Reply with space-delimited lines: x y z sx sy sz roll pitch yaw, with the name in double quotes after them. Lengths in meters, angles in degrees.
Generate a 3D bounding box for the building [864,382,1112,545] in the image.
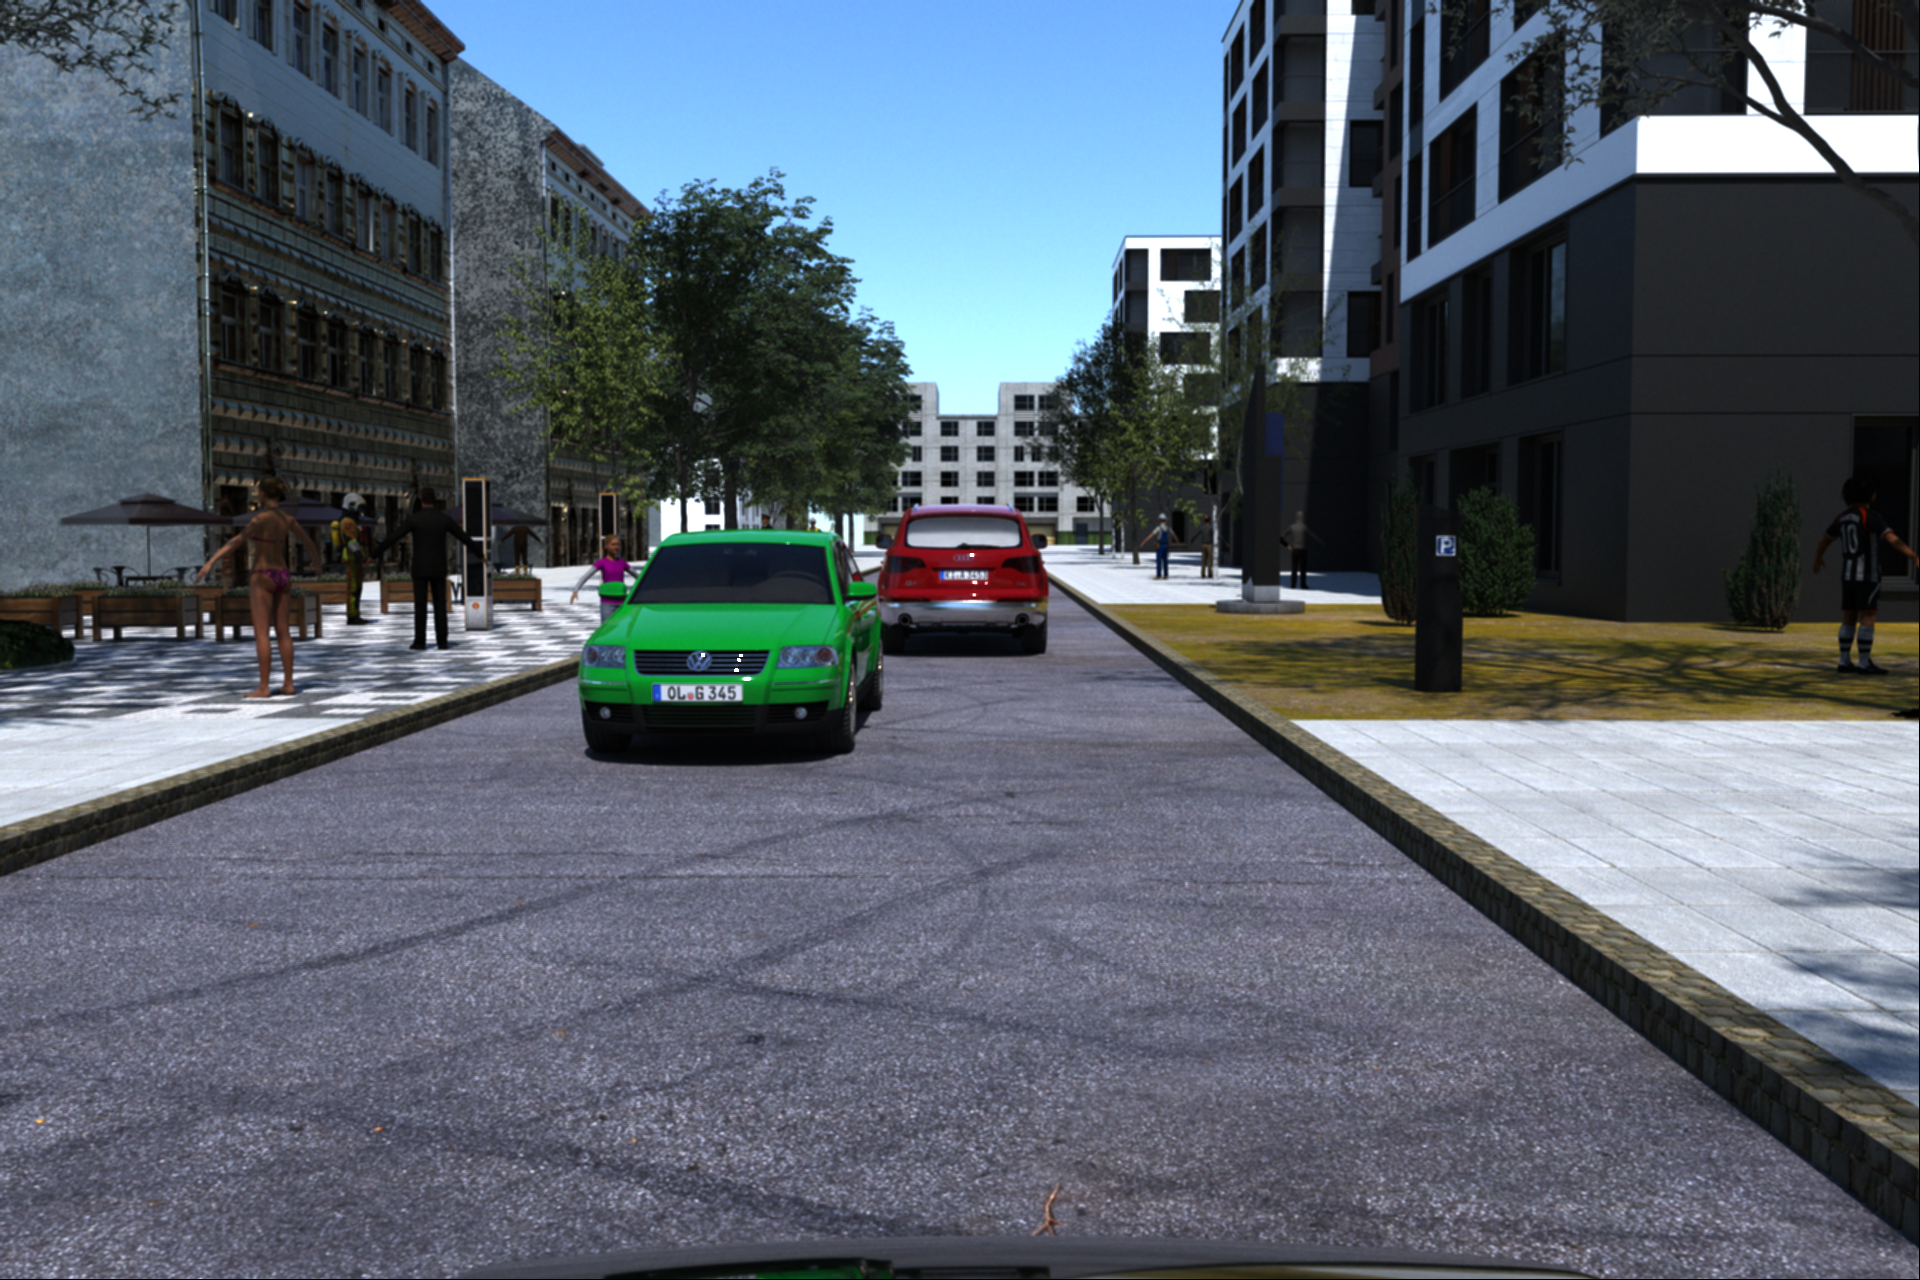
4.662 -20.748 208.139 31.486 18.905 16.747 0 4 1 "building"

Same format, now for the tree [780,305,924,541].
-6.945 -11.675 97.548 9.857 13.997 8.962 0 3 0 "tree"

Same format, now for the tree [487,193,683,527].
-7.857 -5.325 37.433 4.737 8.622 4.395 0 3 0 "tree"

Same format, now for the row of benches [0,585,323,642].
-9.706 -0.332 20.895 4.104 0.672 1.422 0 4 -2 "row of benches"

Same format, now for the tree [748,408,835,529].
-7.605 -7.409 71.507 4.737 8.622 4.395 0 3 0 "tree"

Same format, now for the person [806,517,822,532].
-4.343 -2.719 50.918 1.216 1.772 0.721 0 4 6 "person"

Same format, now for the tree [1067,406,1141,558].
7.931 -8.610 91.136 4.737 8.622 4.395 0 3 0 "tree"

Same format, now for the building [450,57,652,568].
-24.446 -14.842 73.590 19.493 23.208 18.063 0 4 2 "building"

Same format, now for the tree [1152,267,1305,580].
7.075 -5.975 48.060 4.360 8.622 3.978 0 3 0 "tree"

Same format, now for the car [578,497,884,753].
-1.546 -0.243 12.773 1.959 1.807 4.718 0 4 1 "car"

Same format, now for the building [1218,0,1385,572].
24.793 -14.083 74.232 27.936 21.610 32.646 0 4 1 "building"

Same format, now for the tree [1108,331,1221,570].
7.360 -6.841 62.219 4.737 8.622 4.395 0 3 0 "tree"

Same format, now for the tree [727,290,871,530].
-7.714 -9.940 80.651 7.486 12.596 7.792 0 3 0 "tree"

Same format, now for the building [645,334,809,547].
-26.019 -21.334 179.735 19.493 23.208 18.063 0 4 1 "building"

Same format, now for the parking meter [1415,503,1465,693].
3.913 -0.350 14.131 0.372 1.533 0.369 0 3 0 "parking meter"

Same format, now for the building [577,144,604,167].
-23.286 -14.010 85.489 16.016 20.090 11.380 0 4 1 "building"

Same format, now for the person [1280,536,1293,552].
6.294 -1.795 35.540 1.347 1.806 0.705 -3 4 -38 "person"

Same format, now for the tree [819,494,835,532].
-14.915 -15.498 203.758 4.737 8.622 4.395 0 3 0 "tree"

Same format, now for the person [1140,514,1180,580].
5.653 -2.612 48.560 1.347 1.847 0.705 -2 4 -29 "person"

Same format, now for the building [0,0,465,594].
-25.054 -13.083 44.833 19.493 23.208 18.063 0 3 0 "building"

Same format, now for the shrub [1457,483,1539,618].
8.129 -1.395 26.855 1.661 2.075 1.752 0 3 0 "shrub"

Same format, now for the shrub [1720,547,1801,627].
11.102 -0.789 24.013 1.383 1.207 1.383 0 3 0 "shrub"

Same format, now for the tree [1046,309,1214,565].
7.054 -8.433 72.296 7.601 10.594 8.767 0 4 6 "tree"

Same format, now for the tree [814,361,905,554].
-7.421 -11.880 112.371 7.486 12.596 7.792 0 3 0 "tree"

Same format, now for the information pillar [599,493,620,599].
-6.321 -1.637 31.264 0.304 2.012 0.304 0 4 2 "information pillar"

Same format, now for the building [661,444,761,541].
-21.872 -12.837 152.031 9.099 9.664 28.070 0 4 1 "building"

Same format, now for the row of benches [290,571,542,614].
-8.751 -0.774 28.125 4.104 0.672 1.422 -1 4 -22 "row of benches"

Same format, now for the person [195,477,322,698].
-5.502 -0.422 13.697 0.721 1.733 1.217 2 4 26 "person"

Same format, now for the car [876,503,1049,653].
0.025 -0.837 22.360 2.281 1.827 5.304 0 4 0 "car"

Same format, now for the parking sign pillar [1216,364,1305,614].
4.917 -2.433 28.248 1.447 3.967 1.447 0 4 0 "parking sign pillar"

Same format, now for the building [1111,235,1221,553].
25.636 -17.791 134.849 27.936 21.610 32.646 0 4 1 "building"

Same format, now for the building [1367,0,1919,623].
23.771 -12.015 40.421 27.936 21.610 32.646 0 4 1 "building"

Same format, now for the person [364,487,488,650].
-5.904 -0.796 19.246 1.346 1.802 0.704 -2 4 -29 "person"

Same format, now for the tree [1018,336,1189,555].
8.547 -11.890 104.777 12.009 13.543 11.850 0 3 0 "tree"

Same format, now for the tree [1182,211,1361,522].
6.550 -5.512 40.478 4.360 8.622 3.978 0 3 0 "tree"

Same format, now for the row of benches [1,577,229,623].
-12.108 -0.488 23.438 4.104 0.672 1.422 -3 5 -42 "row of benches"

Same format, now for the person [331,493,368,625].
-8.574 -1.151 24.582 0.705 1.858 1.354 -1 4 -17 "person"

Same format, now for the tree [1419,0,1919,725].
6.885 -6.175 11.332 12.009 13.543 11.850 0 3 0 "tree"

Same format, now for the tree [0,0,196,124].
-8.360 -6.131 10.614 12.009 13.543 11.850 0 3 0 "tree"

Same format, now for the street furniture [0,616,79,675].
-11.592 0.063 14.598 5.734 0.657 10.072 0 4 3 "street furniture"

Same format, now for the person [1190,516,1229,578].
7.273 -2.724 50.816 1.348 1.796 0.705 3 5 41 "person"

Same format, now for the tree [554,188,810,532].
-7.905 -6.937 47.830 8.767 10.594 7.601 2 4 35 "tree"

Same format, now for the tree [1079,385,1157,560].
7.933 -8.217 84.713 4.737 8.622 4.395 0 3 0 "tree"

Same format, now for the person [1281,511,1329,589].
7.928 -2.097 40.420 1.348 1.813 0.705 2 4 28 "person"

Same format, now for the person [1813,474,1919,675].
8.292 -0.597 15.906 0.704 1.843 1.345 -1 4 -16 "person"

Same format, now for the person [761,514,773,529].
-5.445 -2.596 48.382 0.705 1.837 1.347 -3 5 -40 "person"

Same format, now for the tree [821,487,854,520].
-14.833 -15.853 209.554 4.737 8.622 4.395 0 3 0 "tree"

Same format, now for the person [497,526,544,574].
-13.033 -2.768 51.389 1.346 1.812 0.704 -1 4 -20 "person"

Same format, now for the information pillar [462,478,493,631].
-6.389 -1.129 22.958 0.304 2.012 0.304 0 4 0 "information pillar"

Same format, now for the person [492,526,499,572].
-9.961 -1.858 36.566 0.705 1.806 1.347 -1 4 -21 "person"

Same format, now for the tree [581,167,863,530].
-8.132 -9.389 60.173 9.857 13.997 8.962 0 3 0 "tree"

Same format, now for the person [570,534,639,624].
-3.346 -0.314 16.862 0.991 1.433 0.599 -3 4 -39 "person"
